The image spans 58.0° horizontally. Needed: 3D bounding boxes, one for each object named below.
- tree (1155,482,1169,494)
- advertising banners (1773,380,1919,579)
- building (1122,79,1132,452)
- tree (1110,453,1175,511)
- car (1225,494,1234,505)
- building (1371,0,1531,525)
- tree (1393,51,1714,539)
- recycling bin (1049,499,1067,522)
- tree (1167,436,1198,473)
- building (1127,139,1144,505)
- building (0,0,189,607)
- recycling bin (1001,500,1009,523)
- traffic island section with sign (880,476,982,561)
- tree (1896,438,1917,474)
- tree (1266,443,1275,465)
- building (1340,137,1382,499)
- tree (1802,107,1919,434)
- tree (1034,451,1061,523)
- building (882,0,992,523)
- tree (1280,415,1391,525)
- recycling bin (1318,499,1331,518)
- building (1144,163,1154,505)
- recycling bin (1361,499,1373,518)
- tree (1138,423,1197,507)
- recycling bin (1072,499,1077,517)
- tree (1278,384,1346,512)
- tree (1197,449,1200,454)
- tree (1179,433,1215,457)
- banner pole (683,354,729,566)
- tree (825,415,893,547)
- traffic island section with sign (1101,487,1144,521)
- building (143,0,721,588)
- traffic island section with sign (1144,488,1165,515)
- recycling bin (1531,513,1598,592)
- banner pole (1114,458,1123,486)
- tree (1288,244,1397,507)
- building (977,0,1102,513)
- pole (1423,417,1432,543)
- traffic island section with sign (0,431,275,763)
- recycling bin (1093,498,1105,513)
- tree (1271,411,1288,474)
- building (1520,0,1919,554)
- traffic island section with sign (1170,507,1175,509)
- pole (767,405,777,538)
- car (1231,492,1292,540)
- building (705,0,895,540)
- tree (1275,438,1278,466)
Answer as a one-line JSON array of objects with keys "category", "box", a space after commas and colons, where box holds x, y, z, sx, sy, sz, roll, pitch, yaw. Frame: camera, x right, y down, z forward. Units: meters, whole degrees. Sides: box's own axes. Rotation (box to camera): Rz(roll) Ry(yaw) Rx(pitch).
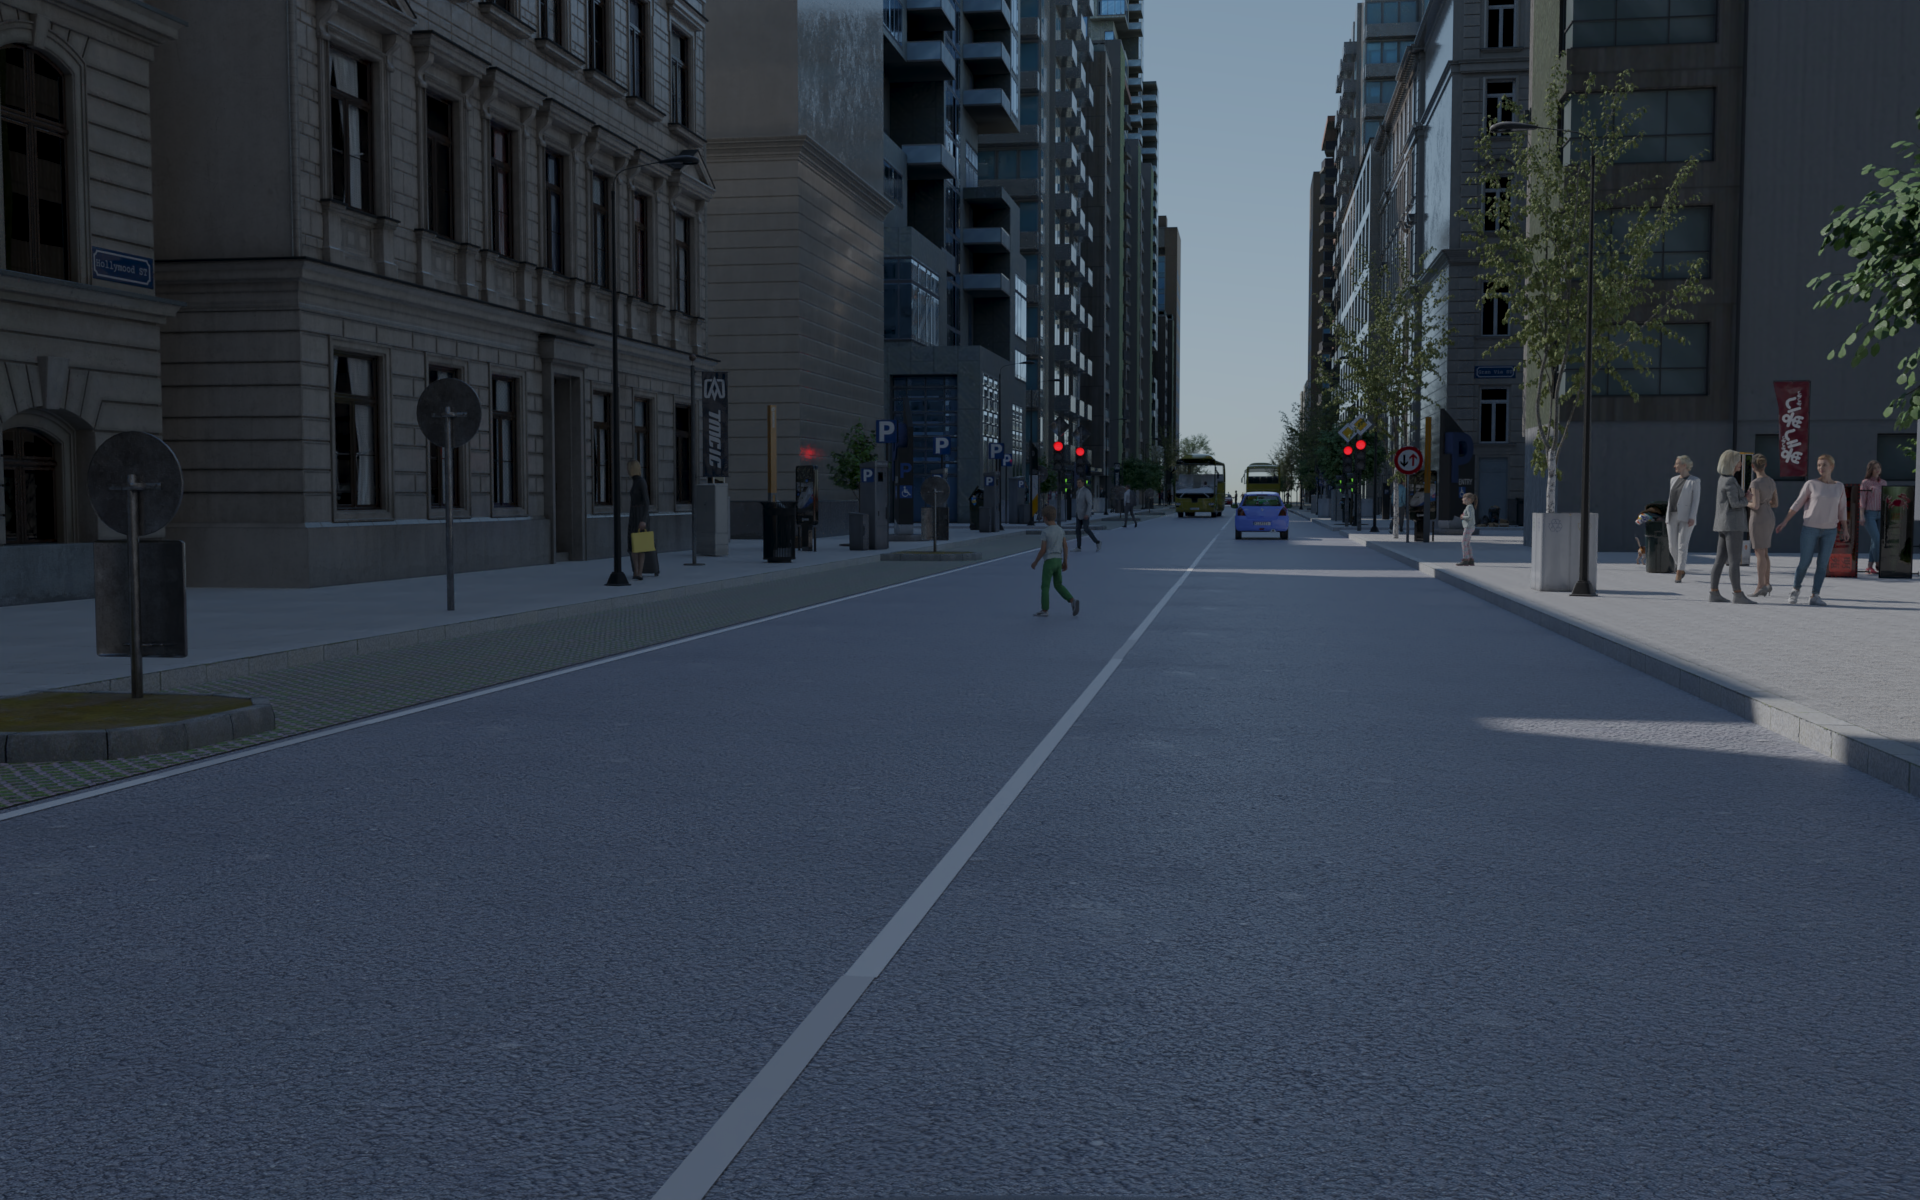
[{"category": "tree", "box": [22.511, -12.275, 195.300, 1.663, 3.219, 1.824, 0, 3, 0]}, {"category": "advertising banners", "box": [13.513, -1.851, 26.444, 2.074, 3.025, 0.090, 1, 4, 21]}, {"category": "building", "box": [5.611, -31.778, 174.201, 22.147, 44.769, 28.867, 1, 4, 10]}, {"category": "tree", "box": [13.390, -9.200, 134.131, 4.285, 4.588, 4.351, 0, 3, 0]}, {"category": "car", "box": [30.707, -11.720, 200.666, 2.155, 1.783, 4.494, 1, 4, 10]}, {"category": "building", "box": [29.268, -18.107, 93.312, 12.463, 27.353, 25.104, 1, 4, 10]}, {"category": "tree", "box": [10.470, -4.862, 29.862, 4.737, 8.622, 4.395, 0, 3, 0]}, {"category": "recycling bin", "box": [4.591, -4.204, 81.290, 0.722, 1.027, 0.722, 1, 4, 16]}, {"category": "tree", "box": [27.378, -16.153, 214.465, 4.360, 8.622, 3.978, 0, 3, 0]}, {"category": "building", "box": [12.786, -31.269, 194.843, 14.154, 41.232, 14.086, 1, 4, 10]}, {"category": "building", "box": [-18.253, -11.445, 6.213, 14.460, 24.649, 34.723, 1, 4, 10]}, {"category": "recycling bin", "box": [1.752, -3.923, 76.689, 0.722, 1.027, 0.722, -3, 5, -42]}, {"category": "traffic island section with sign", "box": [-0.573, -1.777, 37.685, 1.989, 1.847, 2.006, 1, 4, 10]}, {"category": "tree", "box": [17.996, -2.227, 31.020, 1.663, 3.219, 1.824, 0, 3, 0]}, {"category": "tree", "box": [38.270, -15.453, 203.026, 4.360, 8.622, 3.978, 0, 3, 0]}, {"category": "building", "box": [37.611, -19.451, 122.541, 19.350, 26.468, 34.151, 1, 4, 10]}, {"category": "tree", "box": [7.303, -1.675, 11.098, 4.285, 4.588, 4.351, 0, 3, 0]}, {"category": "tree", "box": [3.732, -5.092, 77.858, 1.663, 3.219, 1.824, 0, 3, 0]}, {"category": "building", "box": [-7.572, -47.537, 89.894, 22.319, 86.520, 31.000, 1, 4, 10]}, {"category": "tree", "box": [16.238, -5.402, 72.034, 4.285, 4.588, 4.351, 0, 3, 0]}, {"category": "recycling bin", "box": [20.115, -5.039, 94.934, 0.722, 1.027, 0.722, -3, 5, -41]}, {"category": "building", "box": [15.801, -32.134, 208.984, 14.154, 41.232, 14.086, 1, 4, 10]}, {"category": "recycling bin", "box": [22.313, -5.052, 95.158, 0.722, 1.027, 0.722, 1, 4, 12]}, {"category": "tree", "box": [20.826, -13.938, 178.247, 4.737, 8.622, 4.395, 0, 3, 0]}, {"category": "recycling bin", "box": [6.601, -5.047, 95.072, 0.722, 1.027, 0.722, -2, 4, -35]}, {"category": "tree", "box": [23.157, -9.903, 112.279, 4.360, 8.622, 3.978, 0, 3, 0]}, {"category": "tree", "box": [33.746, -18.621, 254.820, 4.737, 8.622, 4.395, 0, 3, 0]}, {"category": "tree", "box": [39.493, -22.496, 293.568, 9.928, 11.665, 9.643, 0, 3, 0]}, {"category": "banner pole", "box": [-4.556, -2.514, 31.119, 0.863, 3.779, 0.401, -1, 4, -10]}, {"category": "tree", "box": [-2.375, -2.947, 42.781, 1.663, 3.219, 1.824, 0, 3, 0]}, {"category": "traffic island section with sign", "box": [8.603, -5.113, 92.227, 1.989, 1.847, 2.006, 1, 4, 10]}, {"category": "building", "box": [-11.983, -10.277, 32.664, 10.561, 19.102, 19.286, 1, 4, 10]}, {"category": "traffic island section with sign", "box": [13.058, -6.739, 118.813, 1.989, 1.847, 2.006, 1, 4, 10]}, {"category": "recycling bin", "box": [8.035, -0.641, 23.035, 0.722, 1.027, 0.722, 1, 4, 8]}, {"category": "banner pole", "box": [11.188, -8.055, 121.713, 0.863, 3.779, 0.401, 2, 4, 26]}, {"category": "tree", "box": [12.345, -6.075, 49.693, 4.737, 8.622, 4.395, 0, 3, 0]}, {"category": "building", "box": [-1.910, -31.173, 129.286, 23.786, 49.044, 30.456, 1, 4, 10]}, {"category": "pole", "box": [12.361, -3.177, 45.787, 0.158, 3.312, 0.155, 0, 3, 0]}, {"category": "traffic island section with sign", "box": [-5.196, -0.092, 10.139, 1.989, 1.847, 2.006, 1, 4, 10]}, {"category": "recycling bin", "box": [9.526, -6.424, 117.587, 0.722, 1.027, 0.722, -2, 4, -33]}, {"category": "tree", "box": [20.605, -9.072, 98.687, 4.737, 8.622, 4.395, 0, 3, 0]}, {"category": "building", "box": [21.297, -16.600, 43.115, 14.160, 30.474, 14.107, 1, 4, 10]}, {"category": "traffic island section with sign", "box": [21.432, -9.784, 168.602, 1.989, 1.847, 2.006, 1, 4, 10]}, {"category": "pole", "box": [-4.315, -2.811, 39.797, 0.158, 3.312, 0.155, 0, 3, 0]}, {"category": "car", "box": [9.708, -2.827, 55.805, 1.945, 1.707, 3.694, 1, 4, 9]}, {"category": "building", "box": [-15.425, -15.792, 55.458, 25.104, 27.353, 12.463, 1, 4, 10]}, {"category": "tree", "box": [36.797, -14.577, 188.693, 4.360, 8.622, 3.978, 0, 3, 0]}]
